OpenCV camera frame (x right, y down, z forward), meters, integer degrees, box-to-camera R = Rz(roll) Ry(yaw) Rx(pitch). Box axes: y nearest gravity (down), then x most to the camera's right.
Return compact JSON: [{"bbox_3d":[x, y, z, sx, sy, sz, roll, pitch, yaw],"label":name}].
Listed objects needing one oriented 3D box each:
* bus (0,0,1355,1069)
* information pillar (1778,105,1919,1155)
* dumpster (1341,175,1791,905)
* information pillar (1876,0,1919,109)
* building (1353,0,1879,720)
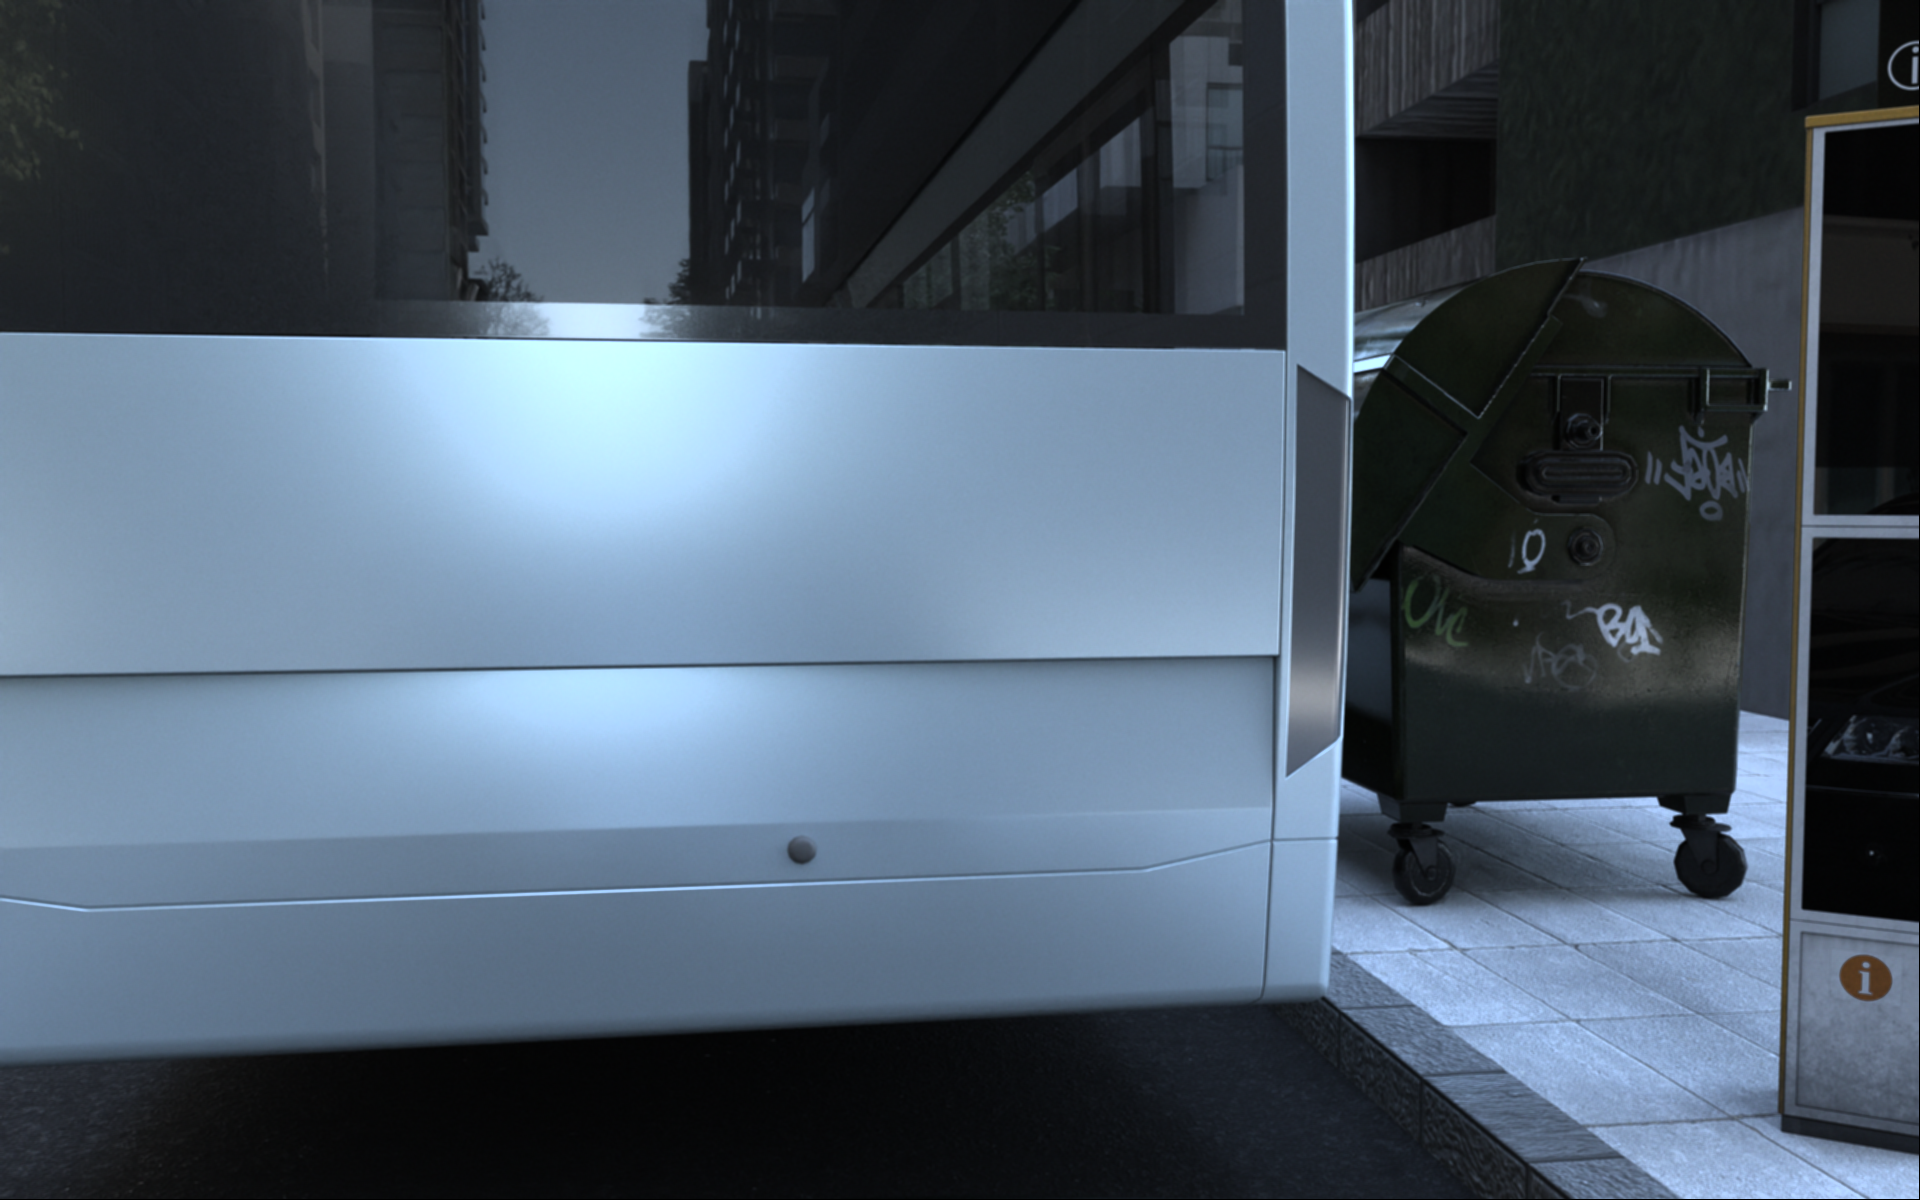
[{"bbox_3d":[-1.644,-0.891,9.429,2.948,3.499,13.247,-1,4,-10],"label":"bus"},{"bbox_3d":[1.845,0.062,3.473,0.304,2.012,0.304,2,4,30],"label":"information pillar"},{"bbox_3d":[1.743,-0.225,6.180,1.502,2.255,1.985,-1,4,-8],"label":"dumpster"},{"bbox_3d":[4.056,-0.973,7.266,0.504,3.616,0.183,2,4,25],"label":"information pillar"},{"bbox_3d":[10.785,-14.927,15.752,14.160,30.474,14.107,-1,4,-8],"label":"building"}]
